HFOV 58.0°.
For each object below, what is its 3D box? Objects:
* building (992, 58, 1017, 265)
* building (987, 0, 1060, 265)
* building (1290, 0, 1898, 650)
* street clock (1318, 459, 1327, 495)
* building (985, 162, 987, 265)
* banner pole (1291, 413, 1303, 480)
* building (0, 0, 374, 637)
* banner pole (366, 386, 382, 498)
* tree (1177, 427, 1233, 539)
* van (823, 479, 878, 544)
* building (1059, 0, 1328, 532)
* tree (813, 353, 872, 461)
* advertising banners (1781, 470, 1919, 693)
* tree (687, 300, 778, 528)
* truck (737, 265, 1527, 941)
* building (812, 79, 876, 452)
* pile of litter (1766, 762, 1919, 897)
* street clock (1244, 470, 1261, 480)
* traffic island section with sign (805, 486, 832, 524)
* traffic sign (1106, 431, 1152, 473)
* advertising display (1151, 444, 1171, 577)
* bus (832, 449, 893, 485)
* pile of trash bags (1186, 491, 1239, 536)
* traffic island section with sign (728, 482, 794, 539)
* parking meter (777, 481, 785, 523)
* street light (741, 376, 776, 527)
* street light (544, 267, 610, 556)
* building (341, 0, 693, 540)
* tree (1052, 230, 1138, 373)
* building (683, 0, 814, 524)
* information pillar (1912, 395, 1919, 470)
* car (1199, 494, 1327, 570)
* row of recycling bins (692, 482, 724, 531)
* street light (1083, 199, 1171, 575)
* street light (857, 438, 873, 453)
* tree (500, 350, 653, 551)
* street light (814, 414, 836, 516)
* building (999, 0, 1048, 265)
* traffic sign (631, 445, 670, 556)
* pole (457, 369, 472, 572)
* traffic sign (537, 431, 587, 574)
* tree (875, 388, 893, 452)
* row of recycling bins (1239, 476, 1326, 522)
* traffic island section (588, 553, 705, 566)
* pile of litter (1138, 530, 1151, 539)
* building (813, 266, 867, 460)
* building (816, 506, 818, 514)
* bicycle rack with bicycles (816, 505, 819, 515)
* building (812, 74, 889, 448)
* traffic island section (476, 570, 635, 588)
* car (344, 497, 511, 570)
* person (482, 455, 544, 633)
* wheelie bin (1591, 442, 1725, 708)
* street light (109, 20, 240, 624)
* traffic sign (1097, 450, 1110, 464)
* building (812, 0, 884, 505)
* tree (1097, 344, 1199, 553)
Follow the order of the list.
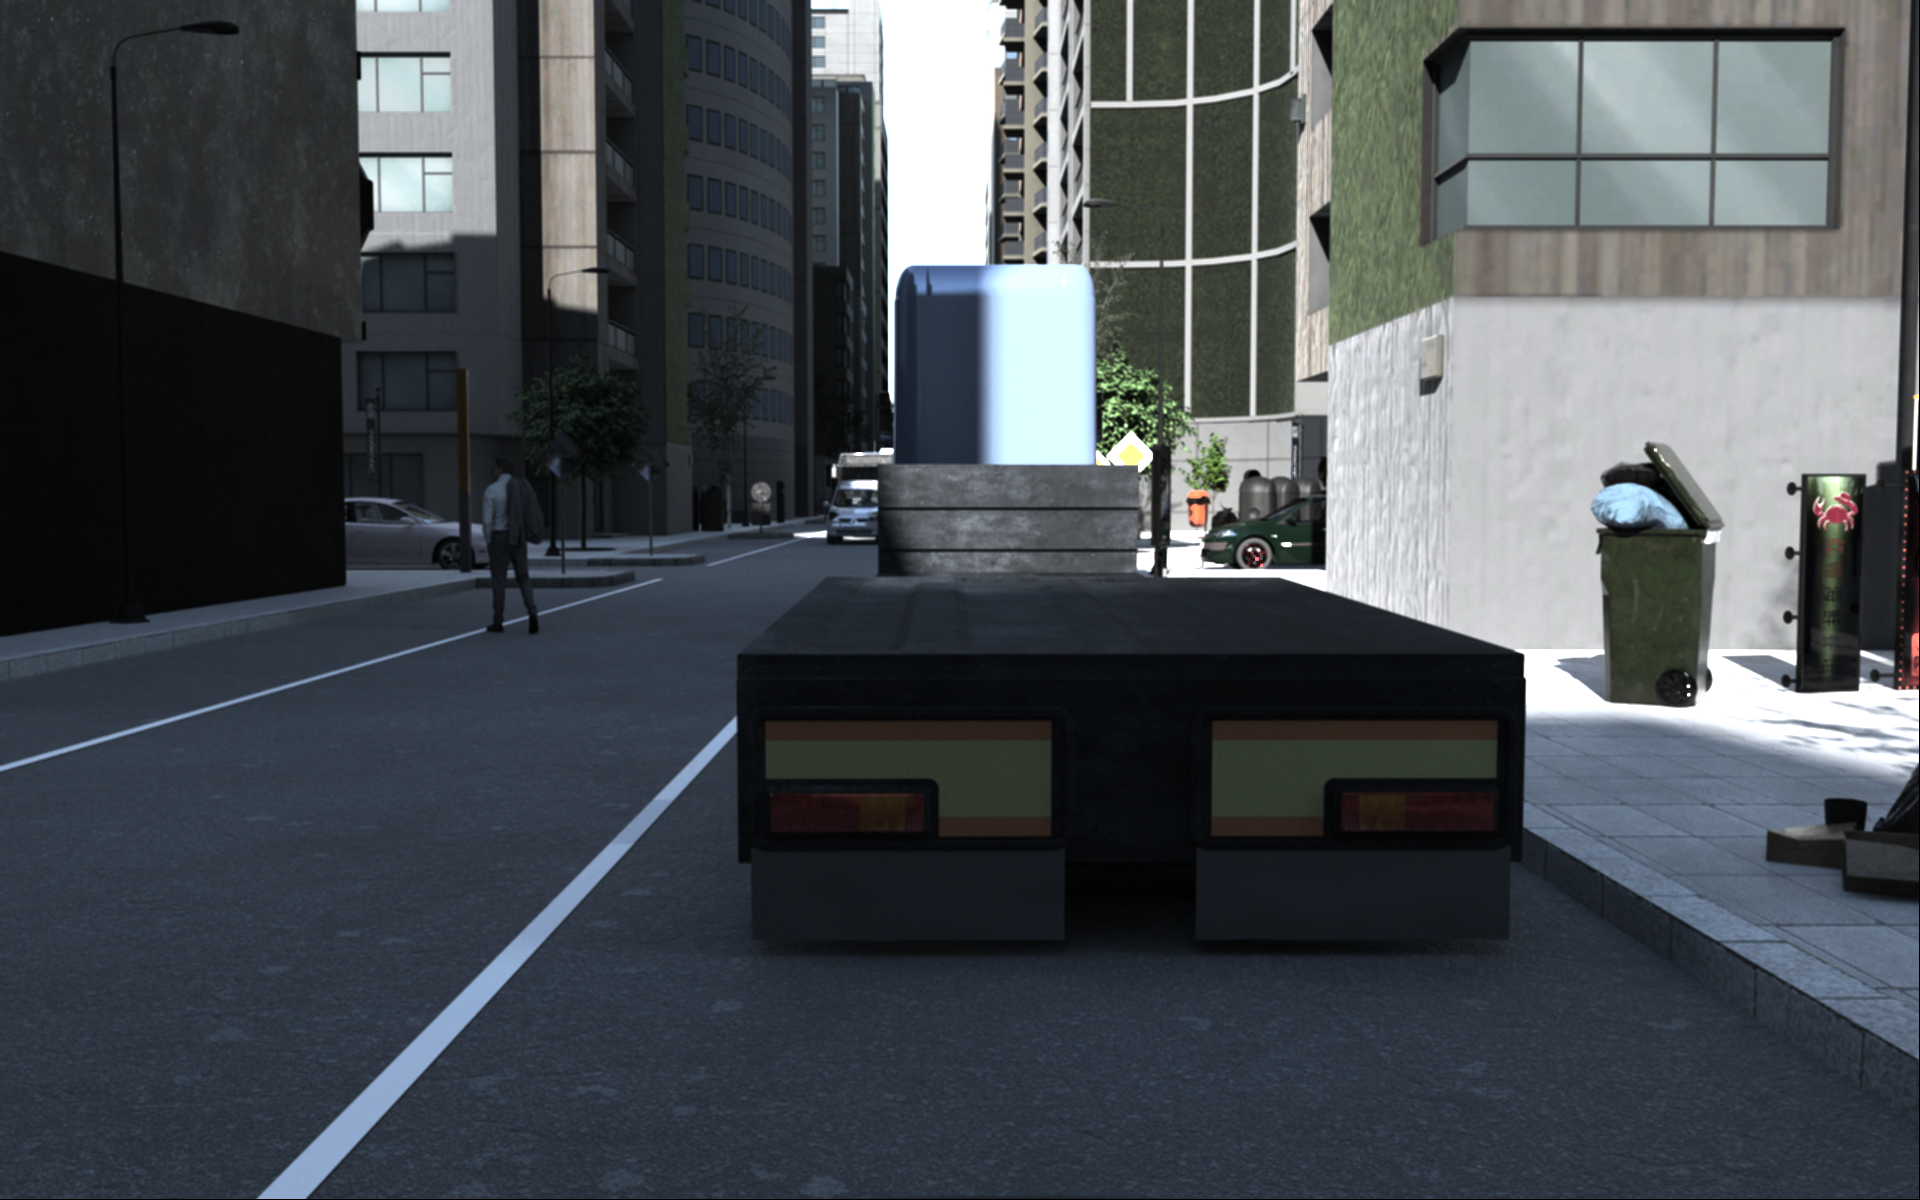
[{"bbox_3d":[10.315,-32.367,179.318,14.600,45.320,14.200,0,3,0],"label":"building"},{"bbox_3d":[13.783,-40.770,208.594,21.231,58.520,28.212,0,3,0],"label":"building"},{"bbox_3d":[11.015,-15.196,20.151,14.160,30.474,14.107,0,3,0],"label":"building"},{"bbox_3d":[7.586,-1.903,35.681,0.358,2.002,0.471,-1,4,-22],"label":"street clock"},{"bbox_3d":[14.133,-37.338,234.181,21.300,48.544,21.600,0,3,0],"label":"building"},{"bbox_3d":[10.377,-3.874,53.354,0.401,3.779,0.863,2,4,35],"label":"banner pole"},{"bbox_3d":[-16.958,-9.242,18.566,16.811,18.784,16.820,0,3,0],"label":"building"},{"bbox_3d":[-13.530,-3.060,40.051,0.401,3.779,0.863,0,4,7],"label":"banner pole"},{"bbox_3d":[7.365,-3.381,49.874,1.663,3.219,1.824,0,3,0],"label":"tree"},{"bbox_3d":[-2.965,-2.675,50.745,2.013,2.044,4.112,0,4,1],"label":"van"},{"bbox_3d":[12.231,-38.171,62.346,20.563,71.187,20.611,0,3,0],"label":"building"},{"bbox_3d":[-9.595,-10.538,106.710,8.767,10.594,7.601,0,4,-7],"label":"tree"},{"bbox_3d":[6.322,-0.923,11.281,2.074,3.025,0.090,-1,4,-13],"label":"advertising banners"},{"bbox_3d":[-8.908,-6.999,64.796,4.360,8.622,3.978,0,3,0],"label":"tree"},{"bbox_3d":[0.457,-1.517,14.568,2.967,4.110,18.799,0,4,0],"label":"truck"},{"bbox_3d":[-15.492,-29.554,166.809,14.154,41.232,14.086,0,3,0],"label":"building"},{"bbox_3d":[3.396,0.513,5.576,1.176,0.858,1.719,0,4,-7],"label":"pile of litter"},{"bbox_3d":[8.709,-2.879,51.648,0.471,2.002,0.358,-1,4,-22],"label":"street clock"},{"bbox_3d":[-6.501,-4.629,84.309,1.989,1.847,2.006,0,3,0],"label":"traffic island section with sign"},{"bbox_3d":[2.730,-1.473,27.733,0.795,2.450,0.064,0,3,0],"label":"traffic sign"},{"bbox_3d":[2.656,-1.080,22.879,0.123,1.923,0.974,1,4,15],"label":"advertising display"},{"bbox_3d":[-3.285,-4.638,70.685,2.948,3.499,13.247,0,4,0],"label":"bus"},{"bbox_3d":[7.155,-2.135,44.663,3.447,1.369,1.912,-3,4,-38],"label":"pile of trash bags"},{"bbox_3d":[-6.444,-2.916,56.309,1.989,1.847,2.006,0,3,0],"label":"traffic island section with sign"},{"bbox_3d":[-7.975,-4.360,77.004,0.255,1.863,0.399,1,4,13],"label":"parking meter"},{"bbox_3d":[-7.949,-5.861,68.369,1.470,5.913,1.316,0,3,0],"label":"street light"},{"bbox_3d":[-7.867,-3.856,35.590,1.470,5.913,1.316,0,3,0],"label":"street light"},{"bbox_3d":[-16.034,-22.436,50.416,14.154,41.232,14.086,0,3,0],"label":"building"},{"bbox_3d":[3.111,-6.010,48.627,4.360,8.622,3.978,0,3,0],"label":"tree"},{"bbox_3d":[-18.946,-33.206,84.923,21.231,58.520,28.212,0,3,0],"label":"building"},{"bbox_3d":[7.284,-0.511,12.852,0.304,2.012,0.304,-2,4,-23],"label":"information pillar"},{"bbox_3d":[6.567,-1.367,32.143,4.222,1.686,2.009,0,4,1],"label":"car"},{"bbox_3d":[-9.920,-3.235,60.010,3.534,1.692,1.069,0,4,4],"label":"row of recycling bins"},{"bbox_3d":[2.638,-3.358,27.439,1.470,5.913,1.316,0,3,0],"label":"street light"},{"bbox_3d":[-7.999,-10.526,144.647,1.470,5.913,1.316,0,3,0],"label":"street light"},{"bbox_3d":[-8.699,-3.412,39.506,4.285,4.588,4.351,0,3,0],"label":"tree"},{"bbox_3d":[-7.927,-7.845,100.802,1.470,5.913,1.316,0,3,0],"label":"street light"},{"bbox_3d":[14.069,-28.974,128.352,22.147,44.769,28.867,0,3,0],"label":"building"},{"bbox_3d":[-6.378,-1.962,35.723,0.795,2.450,0.064,0,3,0],"label":"traffic sign"},{"bbox_3d":[-8.106,-2.109,28.324,0.158,3.312,0.155,0,3,0],"label":"pole"},{"bbox_3d":[-6.364,-1.474,27.738,0.795,2.450,0.064,0,3,0],"label":"traffic sign"},{"bbox_3d":[-9.314,-16.531,187.290,9.611,12.733,9.660,0,3,0],"label":"tree"},{"bbox_3d":[7.848,-2.081,41.140,1.069,1.692,3.534,3,5,42],"label":"row of recycling bins"},{"bbox_3d":[-6.401,-0.826,35.784,2.009,0.180,2.903,0,3,0],"label":"traffic island section"},{"bbox_3d":[4.663,-2.160,49.289,1.719,0.858,1.176,1,4,14],"label":"pile of litter"},{"bbox_3d":[-22.447,-18.404,145.947,27.650,21.520,28.899,0,3,0],"label":"building"},{"bbox_3d":[-18.899,-41.681,119.728,20.563,71.187,20.611,0,3,0],"label":"building"},{"bbox_3d":[-9.522,-5.534,103.857,2.852,0.926,2.925,3,5,42],"label":"bicycle rack with bicycles"},{"bbox_3d":[-19.480,-35.520,204.456,21.300,48.544,21.600,0,3,0],"label":"building"},{"bbox_3d":[-6.388,-0.338,27.799,2.009,0.180,2.903,0,3,0],"label":"traffic island section"},{"bbox_3d":[-10.765,-1.236,32.575,4.827,1.381,2.083,0,4,-2],"label":"car"},{"bbox_3d":[-4.612,-0.568,17.882,0.679,1.850,0.850,-3,5,-43],"label":"person"},{"bbox_3d":[4.285,-0.169,10.677,0.693,1.594,0.980,2,4,31],"label":"wheelie bin"},{"bbox_3d":[-7.764,-2.727,17.136,1.470,5.913,1.316,0,3,0],"label":"street light"},{"bbox_3d":[2.716,-1.962,35.718,0.795,2.450,0.064,0,3,0],"label":"traffic sign"},{"bbox_3d":[-19.325,-49.984,255.484,20.563,71.187,20.611,0,3,0],"label":"building"},{"bbox_3d":[3.552,-3.322,38.024,4.285,4.588,4.351,0,3,0],"label":"tree"}]
